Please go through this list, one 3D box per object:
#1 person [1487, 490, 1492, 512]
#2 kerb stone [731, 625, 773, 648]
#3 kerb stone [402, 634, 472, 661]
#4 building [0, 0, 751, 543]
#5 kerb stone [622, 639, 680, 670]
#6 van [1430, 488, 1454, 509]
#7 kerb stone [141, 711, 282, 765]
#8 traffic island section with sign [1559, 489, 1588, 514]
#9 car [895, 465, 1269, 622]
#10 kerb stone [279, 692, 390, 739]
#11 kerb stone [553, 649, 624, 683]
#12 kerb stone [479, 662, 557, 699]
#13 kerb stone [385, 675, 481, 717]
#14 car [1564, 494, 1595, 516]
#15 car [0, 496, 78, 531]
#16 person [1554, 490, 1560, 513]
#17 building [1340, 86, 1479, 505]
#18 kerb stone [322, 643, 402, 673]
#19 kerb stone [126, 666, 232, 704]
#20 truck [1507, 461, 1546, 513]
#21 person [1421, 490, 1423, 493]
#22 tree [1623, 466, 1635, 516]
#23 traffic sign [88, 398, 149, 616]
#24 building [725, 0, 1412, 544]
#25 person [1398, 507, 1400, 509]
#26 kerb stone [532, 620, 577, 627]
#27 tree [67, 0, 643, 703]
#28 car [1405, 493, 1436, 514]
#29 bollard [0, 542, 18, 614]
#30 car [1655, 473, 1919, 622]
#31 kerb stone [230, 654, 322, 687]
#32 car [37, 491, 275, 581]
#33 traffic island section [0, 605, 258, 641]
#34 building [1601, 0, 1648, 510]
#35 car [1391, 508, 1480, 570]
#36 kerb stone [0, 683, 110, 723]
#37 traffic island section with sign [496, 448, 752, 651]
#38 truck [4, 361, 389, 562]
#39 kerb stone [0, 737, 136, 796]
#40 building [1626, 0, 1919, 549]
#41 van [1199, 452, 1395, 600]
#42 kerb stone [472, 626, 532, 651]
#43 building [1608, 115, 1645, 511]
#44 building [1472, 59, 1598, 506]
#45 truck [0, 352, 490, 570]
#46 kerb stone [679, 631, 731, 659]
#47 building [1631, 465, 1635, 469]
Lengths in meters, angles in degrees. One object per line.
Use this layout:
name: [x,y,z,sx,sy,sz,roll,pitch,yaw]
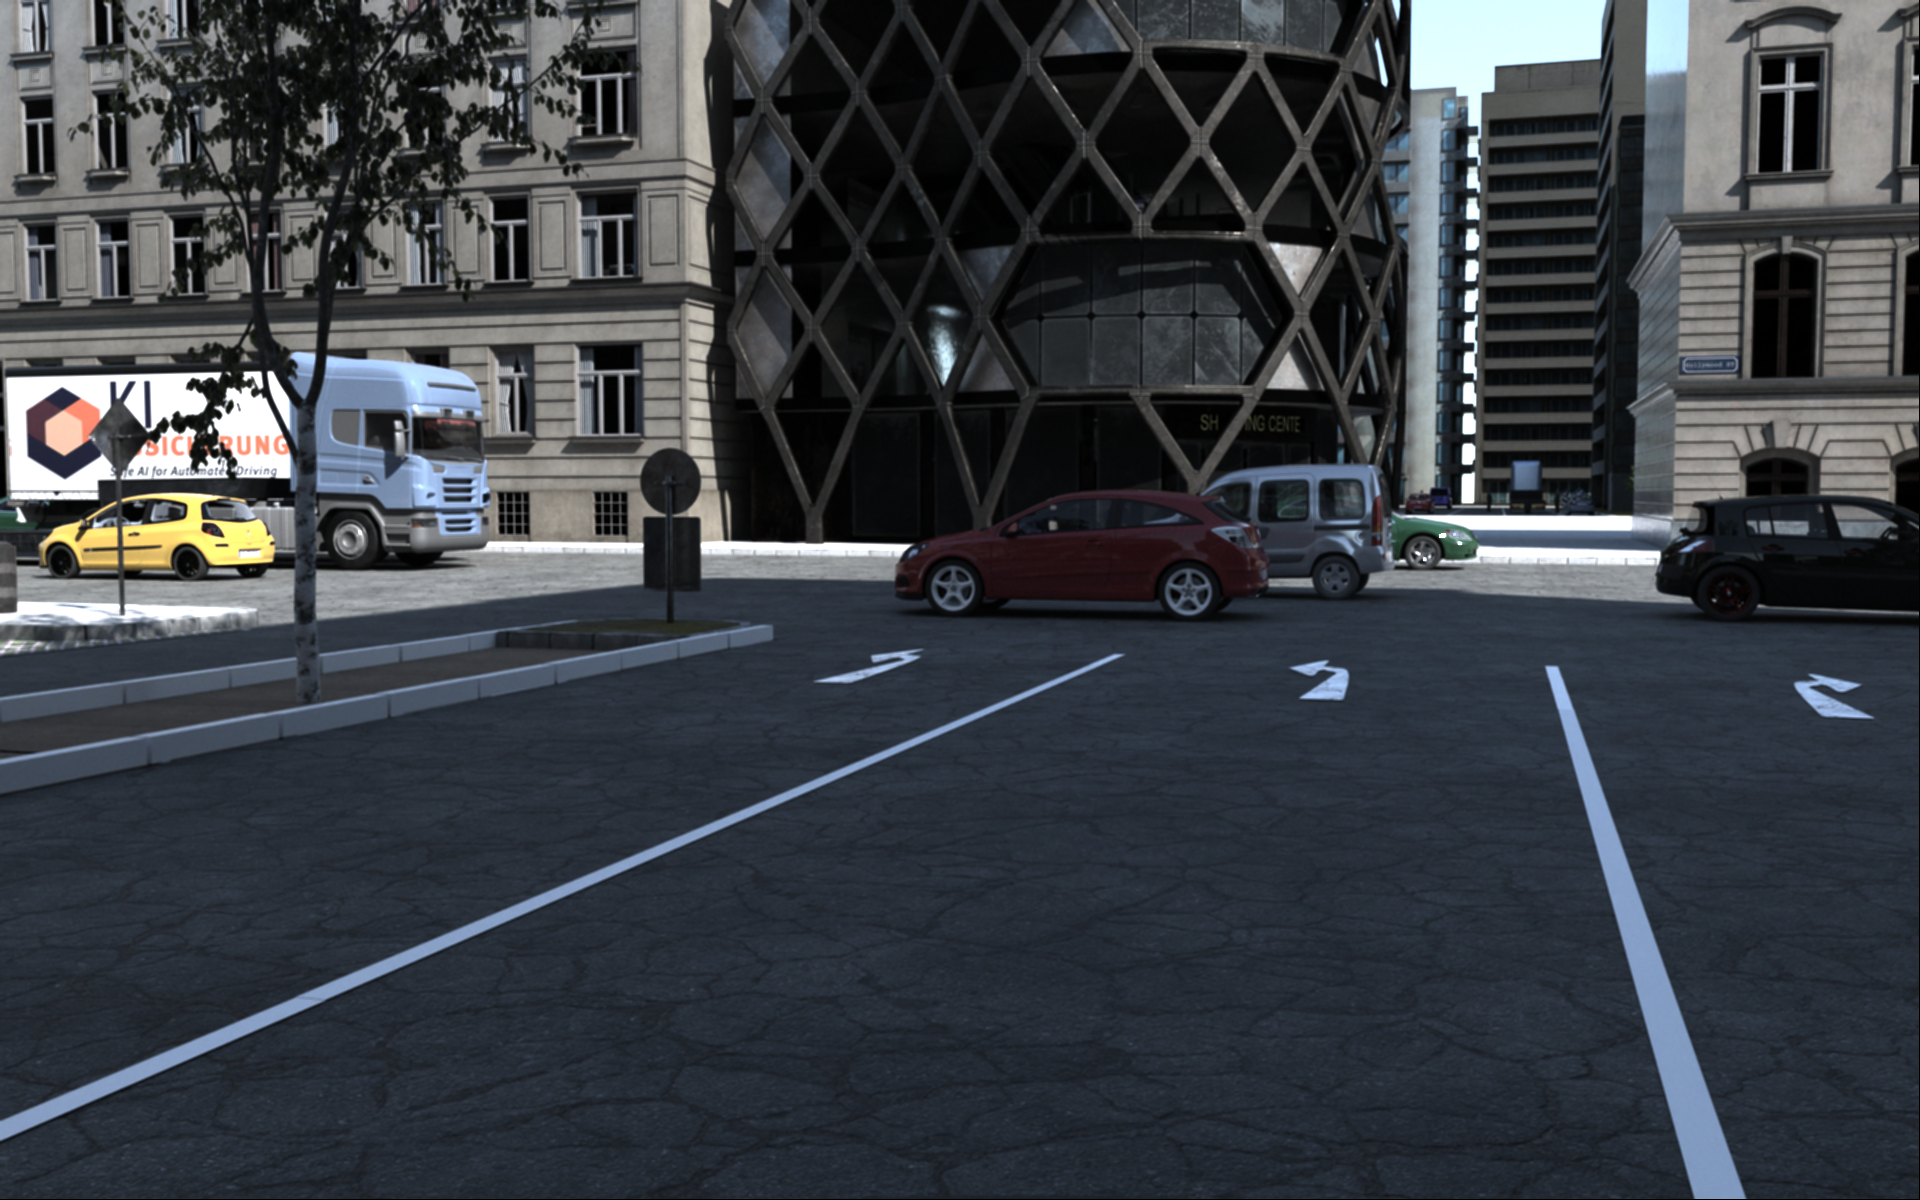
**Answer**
person: [42.780,-8.000,139.847,0.434,1.755,0.990,2,4,33]
kerb stone: [-2.039,0.352,16.528,0.120,0.150,1.000,1,4,17]
kerb stone: [-4.647,0.430,15.206,0.120,0.150,1.000,1,4,17]
building: [-18.453,-13.570,55.157,30.059,22.955,16.112,1,4,17]
kerb stone: [-2.656,0.468,14.569,0.120,0.150,1.000,1,4,17]
van: [45.642,-9.787,164.402,2.240,2.365,5.245,1,4,19]
kerb stone: [-4.179,0.768,9.644,0.120,0.150,1.000,1,4,17]
traffic island section with sign: [44.583,-7.123,125.083,1.989,1.847,2.006,1,4,17]
car: [1.405,-0.707,20.600,4.494,1.783,2.155,1,4,16]
kerb stone: [-3.871,0.711,10.633,0.120,0.150,1.000,1,4,17]
kerb stone: [-2.955,0.527,13.587,0.120,0.150,1.000,1,4,17]
kerb stone: [-3.262,0.591,12.592,0.120,0.150,1.000,1,4,17]
kerb stone: [-3.563,0.647,11.611,0.120,0.150,1.000,1,4,17]
car: [41.450,-6.349,115.807,2.014,1.417,4.499,1,4,17]
car: [-23.148,-1.991,44.355,4.920,1.459,2.131,1,4,18]
person: [44.424,-7.331,128.915,0.434,1.755,0.990,0,4,5]
building: [45.577,-35.879,206.235,30.456,49.044,23.786,1,4,17]
kerb stone: [-4.961,0.488,14.223,0.120,0.150,1.000,1,4,17]
kerb stone: [-5.570,0.609,12.253,0.120,0.150,1.000,1,4,17]
truck: [44.044,-8.856,134.561,2.967,4.110,18.799,1,4,17]
person: [40.475,-8.741,151.974,0.434,1.755,0.990,-2,4,-25]
tree: [39.833,-6.564,101.927,1.663,3.219,1.824,0,3,0]
traffic sign: [-8.813,-0.888,18.166,0.795,2.450,0.064,1,4,17]
building: [3.916,-11.062,48.311,16.811,18.784,16.820,1,4,17]
person: [41.713,-9.544,165.466,0.530,1.710,0.541,-2,4,-25]
kerb stone: [-4.042,0.313,17.165,0.120,0.150,1.000,1,4,17]
tree: [-4.409,-3.610,11.839,4.360,8.622,3.978,0,3,0]
car: [33.184,-7.085,124.883,2.155,1.783,4.494,1,4,19]
bollard: [-10.409,-0.244,18.699,0.404,0.777,0.398,0,3,0]
car: [10.175,-0.605,19.681,4.222,1.686,2.009,1,4,19]
kerb stone: [-5.272,0.549,13.242,0.120,0.150,1.000,1,4,17]
car: [-13.769,-1.183,29.567,3.980,1.641,2.015,1,4,17]
traffic island section: [-8.838,0.247,18.235,2.009,0.180,2.903,1,4,17]
building: [66.494,-32.105,148.615,21.300,48.544,21.600,1,4,17]
car: [7.566,-1.343,33.759,4.920,1.459,2.131,1,4,17]
kerb stone: [-5.877,0.668,11.275,0.120,0.150,1.000,1,4,17]
traffic island section with sign: [-3.066,-0.524,16.696,2.006,1.907,1.989,1,4,17]
truck: [-15.391,-3.002,37.996,11.283,4.237,2.839,1,4,16]
kerb stone: [-4.485,0.828,8.656,0.120,0.150,1.000,1,4,17]
building: [33.532,-13.375,37.768,34.723,24.649,14.460,1,4,17]
van: [4.036,-1.069,24.497,4.112,2.044,2.013,1,4,19]
kerb stone: [-4.349,0.368,16.187,0.120,0.150,1.000,1,4,17]
building: [57.556,-22.115,133.276,14.160,30.474,14.107,1,4,17]
building: [69.963,-35.066,197.032,21.600,48.544,21.300,1,4,17]
truck: [-17.872,-2.787,35.328,18.799,4.110,2.967,1,4,16]
kerb stone: [-2.350,0.406,15.550,0.120,0.150,1.000,1,4,17]
building: [56.356,-29.979,109.763,23.786,49.044,30.456,1,4,17]
